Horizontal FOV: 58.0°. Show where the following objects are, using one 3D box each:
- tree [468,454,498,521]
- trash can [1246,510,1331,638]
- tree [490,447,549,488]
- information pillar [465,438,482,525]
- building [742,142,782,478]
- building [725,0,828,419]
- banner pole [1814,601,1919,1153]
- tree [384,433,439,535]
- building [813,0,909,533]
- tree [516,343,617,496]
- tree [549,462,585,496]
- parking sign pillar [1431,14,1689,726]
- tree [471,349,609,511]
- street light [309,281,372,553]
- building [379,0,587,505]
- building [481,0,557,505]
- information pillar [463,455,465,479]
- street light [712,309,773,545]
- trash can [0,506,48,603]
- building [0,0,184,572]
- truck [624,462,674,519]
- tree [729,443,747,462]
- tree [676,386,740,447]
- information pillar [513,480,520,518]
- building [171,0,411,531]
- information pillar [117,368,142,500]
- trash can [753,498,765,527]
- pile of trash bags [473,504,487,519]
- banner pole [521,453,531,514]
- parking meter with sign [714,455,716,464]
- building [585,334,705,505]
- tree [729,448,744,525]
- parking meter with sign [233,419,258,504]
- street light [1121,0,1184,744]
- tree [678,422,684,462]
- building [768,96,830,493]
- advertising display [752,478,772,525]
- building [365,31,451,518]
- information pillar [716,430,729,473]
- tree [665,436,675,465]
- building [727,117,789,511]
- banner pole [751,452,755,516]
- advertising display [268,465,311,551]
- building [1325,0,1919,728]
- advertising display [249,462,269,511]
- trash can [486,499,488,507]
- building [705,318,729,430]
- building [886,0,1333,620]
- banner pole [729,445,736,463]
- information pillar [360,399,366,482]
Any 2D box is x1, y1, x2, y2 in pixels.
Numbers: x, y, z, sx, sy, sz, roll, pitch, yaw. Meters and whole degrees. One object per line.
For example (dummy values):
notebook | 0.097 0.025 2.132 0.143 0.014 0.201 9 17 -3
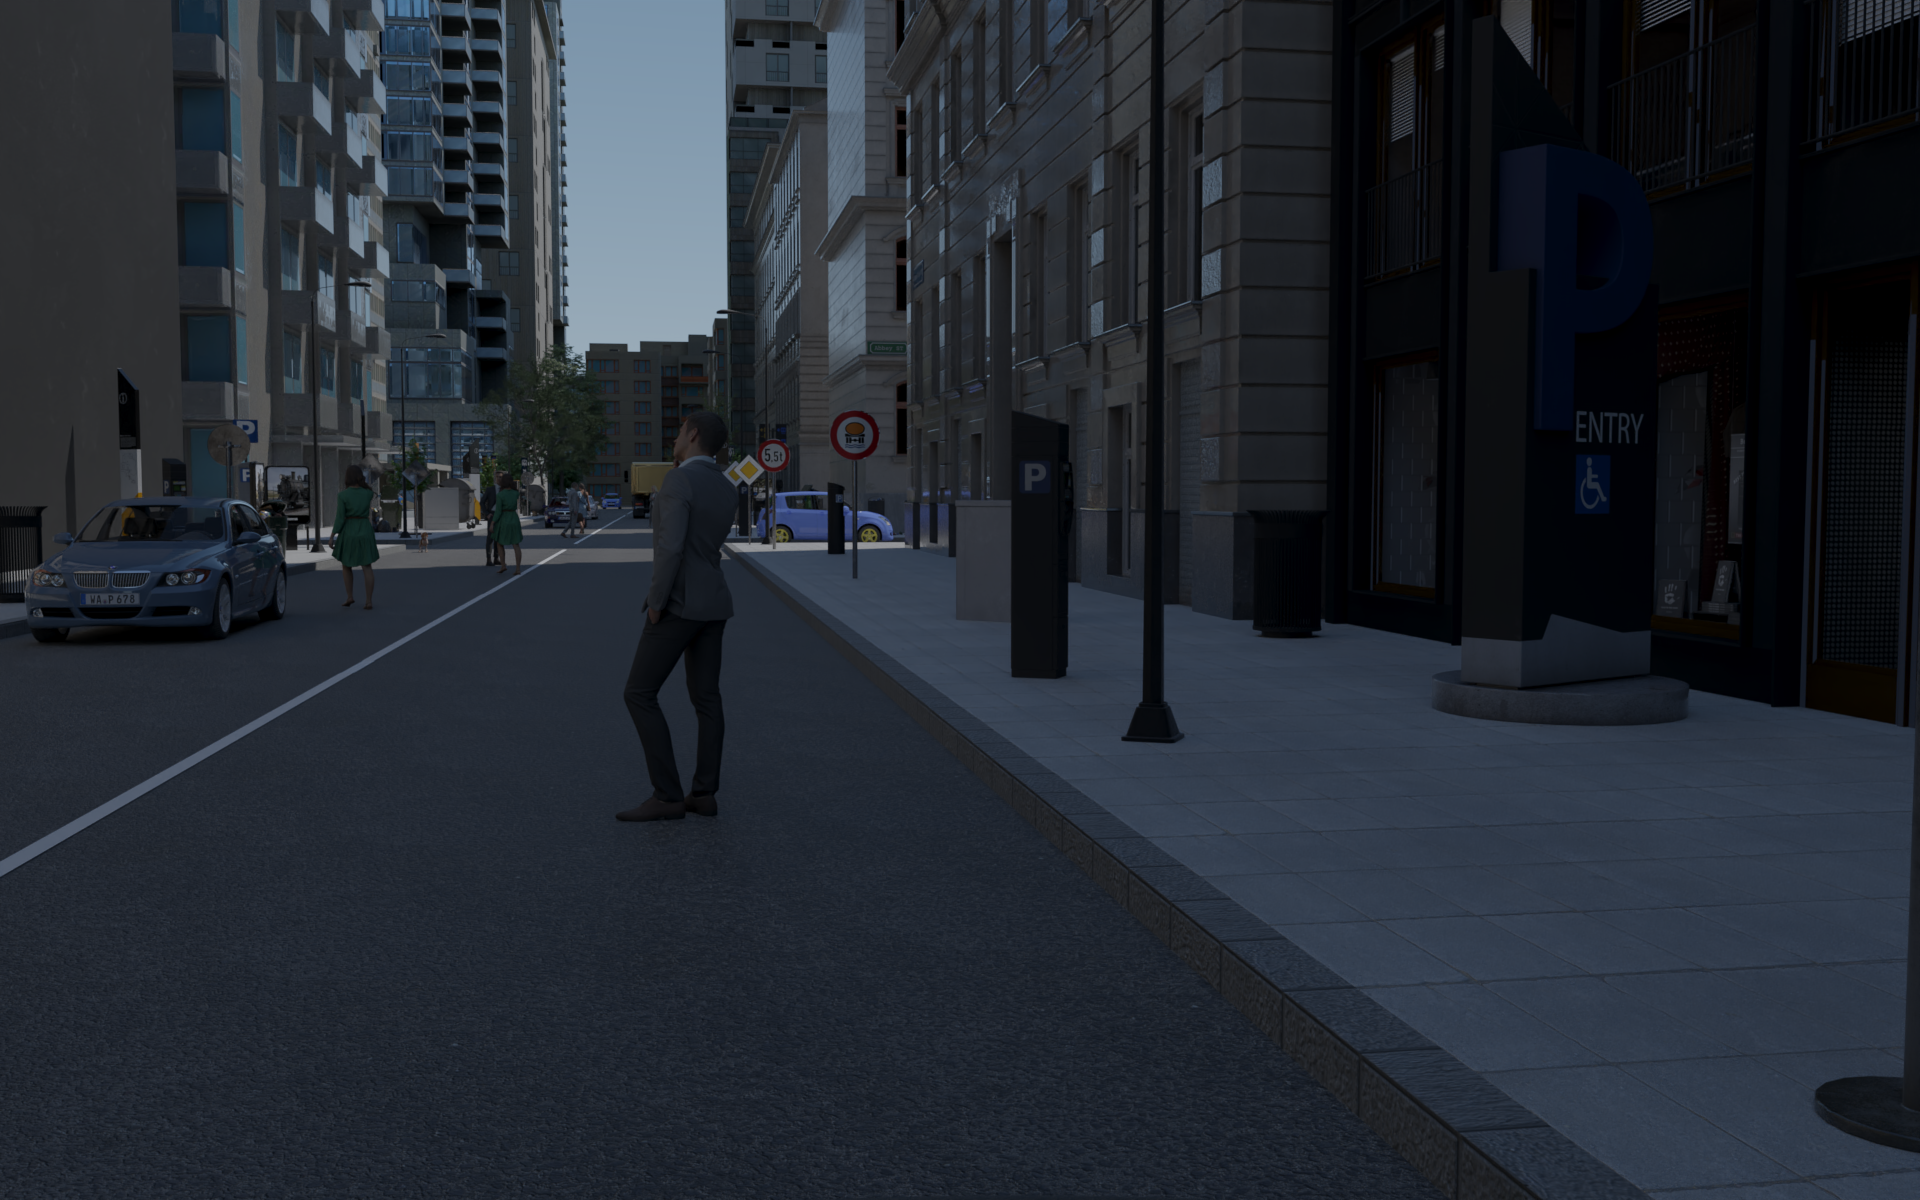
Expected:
tree | -22.473 -5.378 82.539 1.663 3.219 1.824 0 3 0
trash can | 2.947 -0.240 15.583 0.748 1.137 0.748 0 3 0
tree | -31.038 -8.291 119.266 4.285 4.588 4.351 0 3 0
information pillar | -20.065 -4.910 71.627 0.183 3.616 0.504 3 4 36
building | -5.283 -17.072 112.413 16.112 22.955 30.059 -1 4 -10
building | -7.315 -34.789 158.044 28.713 52.752 27.495 -1 4 -10
banner pole | 2.150 -0.829 3.564 0.863 3.779 0.401 -3 4 -37
tree | -17.149 -3.678 54.730 1.663 3.219 1.824 0 3 0
building | 6.776 -16.880 63.377 23.554 28.519 14.401 -1 4 -10
tree | -29.616 -12.978 130.316 7.486 12.596 7.792 0 3 0
tree | -33.060 -9.842 144.628 4.285 4.588 4.351 0 3 0
parking sign pillar | 3.549 -1.327 10.174 1.447 3.967 1.447 -3 4 -37
tree | -26.843 -10.823 111.361 8.767 10.594 7.601 -2 4 -25
street light | -13.538 -3.996 37.870 1.470 5.913 1.316 -1 4 -10
building | -62.442 -55.261 216.186 31.000 86.520 22.319 -1 4 -10
building | -56.106 -36.025 178.244 27.495 52.752 28.713 -1 4 -10
information pillar | -25.584 -6.038 90.075 0.504 3.616 0.183 0 4 -8
street light | -5.428 -4.357 43.783 1.470 5.913 1.316 -1 4 -10
trash can | -11.222 -0.544 20.544 0.748 1.137 0.748 0 3 0
building | -24.277 -12.320 31.116 15.834 23.373 12.332 -1 4 -10
truck | -18.493 -6.641 104.502 3.469 3.379 9.791 -1 4 -11
tree | -13.103 -6.836 95.480 4.285 4.588 4.351 0 3 0
tree | -16.792 -10.204 117.190 4.737 8.622 4.395 0 3 0
information pillar | -23.693 -5.377 92.412 0.304 2.012 0.304 0 4 0
building | -34.107 -27.165 63.762 23.786 49.044 30.456 -1 4 -10
information pillar | -15.449 -2.501 32.240 0.504 3.616 0.183 2 4 26
trash can | -7.625 -3.364 66.647 0.748 1.137 0.748 0 3 0
pile of trash bags | -25.495 -4.731 87.101 1.912 1.369 3.447 3 5 44
banner pole | -26.322 -7.048 105.251 0.401 3.779 0.863 3 4 36
parking meter with sign | -10.747 -4.874 75.953 0.543 3.016 1.738 0 4 -7
building | -33.224 -23.238 224.976 28.899 21.520 27.650 -1 4 -10
tree | -9.463 -4.785 72.837 1.663 3.219 1.824 0 3 0
parking meter with sign | -16.376 -2.661 39.767 0.543 3.016 1.738 -1 4 -22
street light | 0.476 -2.218 8.808 1.470 5.913 1.316 -1 4 -10
tree | -25.820 -13.264 167.226 4.360 8.622 3.978 0 3 0
building | -4.223 -14.609 88.003 9.793 20.994 18.267 -1 4 -10
advertising display | -8.021 -4.019 70.930 0.974 1.923 0.123 -1 4 -22
building | -46.315 -24.815 97.614 32.217 40.220 23.993 -1 4 -10
information pillar | -8.664 -4.398 63.254 0.504 3.616 0.183 0 4 0
tree | -31.104 -14.972 195.158 4.737 8.622 4.395 0 3 0
building | -11.337 -22.341 136.971 14.160 30.474 14.107 -1 4 -10
banner pole | -12.257 -6.886 102.601 0.401 3.779 0.863 -2 4 -26
advertising display | -15.260 -2.086 39.326 0.974 1.923 0.123 -3 4 -38
building | 11.040 -11.019 9.837 12.332 23.373 15.834 -1 4 -10
advertising display | -14.260 -1.833 35.177 0.123 1.923 0.974 -1 4 -12
trash can | -29.411 -5.862 107.491 0.748 1.137 0.748 0 3 0
building | -12.835 -20.894 186.648 27.650 21.520 28.899 -1 4 -10
building | 6.280 -14.212 29.631 12.463 27.353 25.104 -1 4 -10
banner pole | -10.500 -5.397 78.265 0.863 3.779 0.401 1 4 22
information pillar | -14.717 -3.144 42.753 0.183 3.616 0.504 -1 4 -22
